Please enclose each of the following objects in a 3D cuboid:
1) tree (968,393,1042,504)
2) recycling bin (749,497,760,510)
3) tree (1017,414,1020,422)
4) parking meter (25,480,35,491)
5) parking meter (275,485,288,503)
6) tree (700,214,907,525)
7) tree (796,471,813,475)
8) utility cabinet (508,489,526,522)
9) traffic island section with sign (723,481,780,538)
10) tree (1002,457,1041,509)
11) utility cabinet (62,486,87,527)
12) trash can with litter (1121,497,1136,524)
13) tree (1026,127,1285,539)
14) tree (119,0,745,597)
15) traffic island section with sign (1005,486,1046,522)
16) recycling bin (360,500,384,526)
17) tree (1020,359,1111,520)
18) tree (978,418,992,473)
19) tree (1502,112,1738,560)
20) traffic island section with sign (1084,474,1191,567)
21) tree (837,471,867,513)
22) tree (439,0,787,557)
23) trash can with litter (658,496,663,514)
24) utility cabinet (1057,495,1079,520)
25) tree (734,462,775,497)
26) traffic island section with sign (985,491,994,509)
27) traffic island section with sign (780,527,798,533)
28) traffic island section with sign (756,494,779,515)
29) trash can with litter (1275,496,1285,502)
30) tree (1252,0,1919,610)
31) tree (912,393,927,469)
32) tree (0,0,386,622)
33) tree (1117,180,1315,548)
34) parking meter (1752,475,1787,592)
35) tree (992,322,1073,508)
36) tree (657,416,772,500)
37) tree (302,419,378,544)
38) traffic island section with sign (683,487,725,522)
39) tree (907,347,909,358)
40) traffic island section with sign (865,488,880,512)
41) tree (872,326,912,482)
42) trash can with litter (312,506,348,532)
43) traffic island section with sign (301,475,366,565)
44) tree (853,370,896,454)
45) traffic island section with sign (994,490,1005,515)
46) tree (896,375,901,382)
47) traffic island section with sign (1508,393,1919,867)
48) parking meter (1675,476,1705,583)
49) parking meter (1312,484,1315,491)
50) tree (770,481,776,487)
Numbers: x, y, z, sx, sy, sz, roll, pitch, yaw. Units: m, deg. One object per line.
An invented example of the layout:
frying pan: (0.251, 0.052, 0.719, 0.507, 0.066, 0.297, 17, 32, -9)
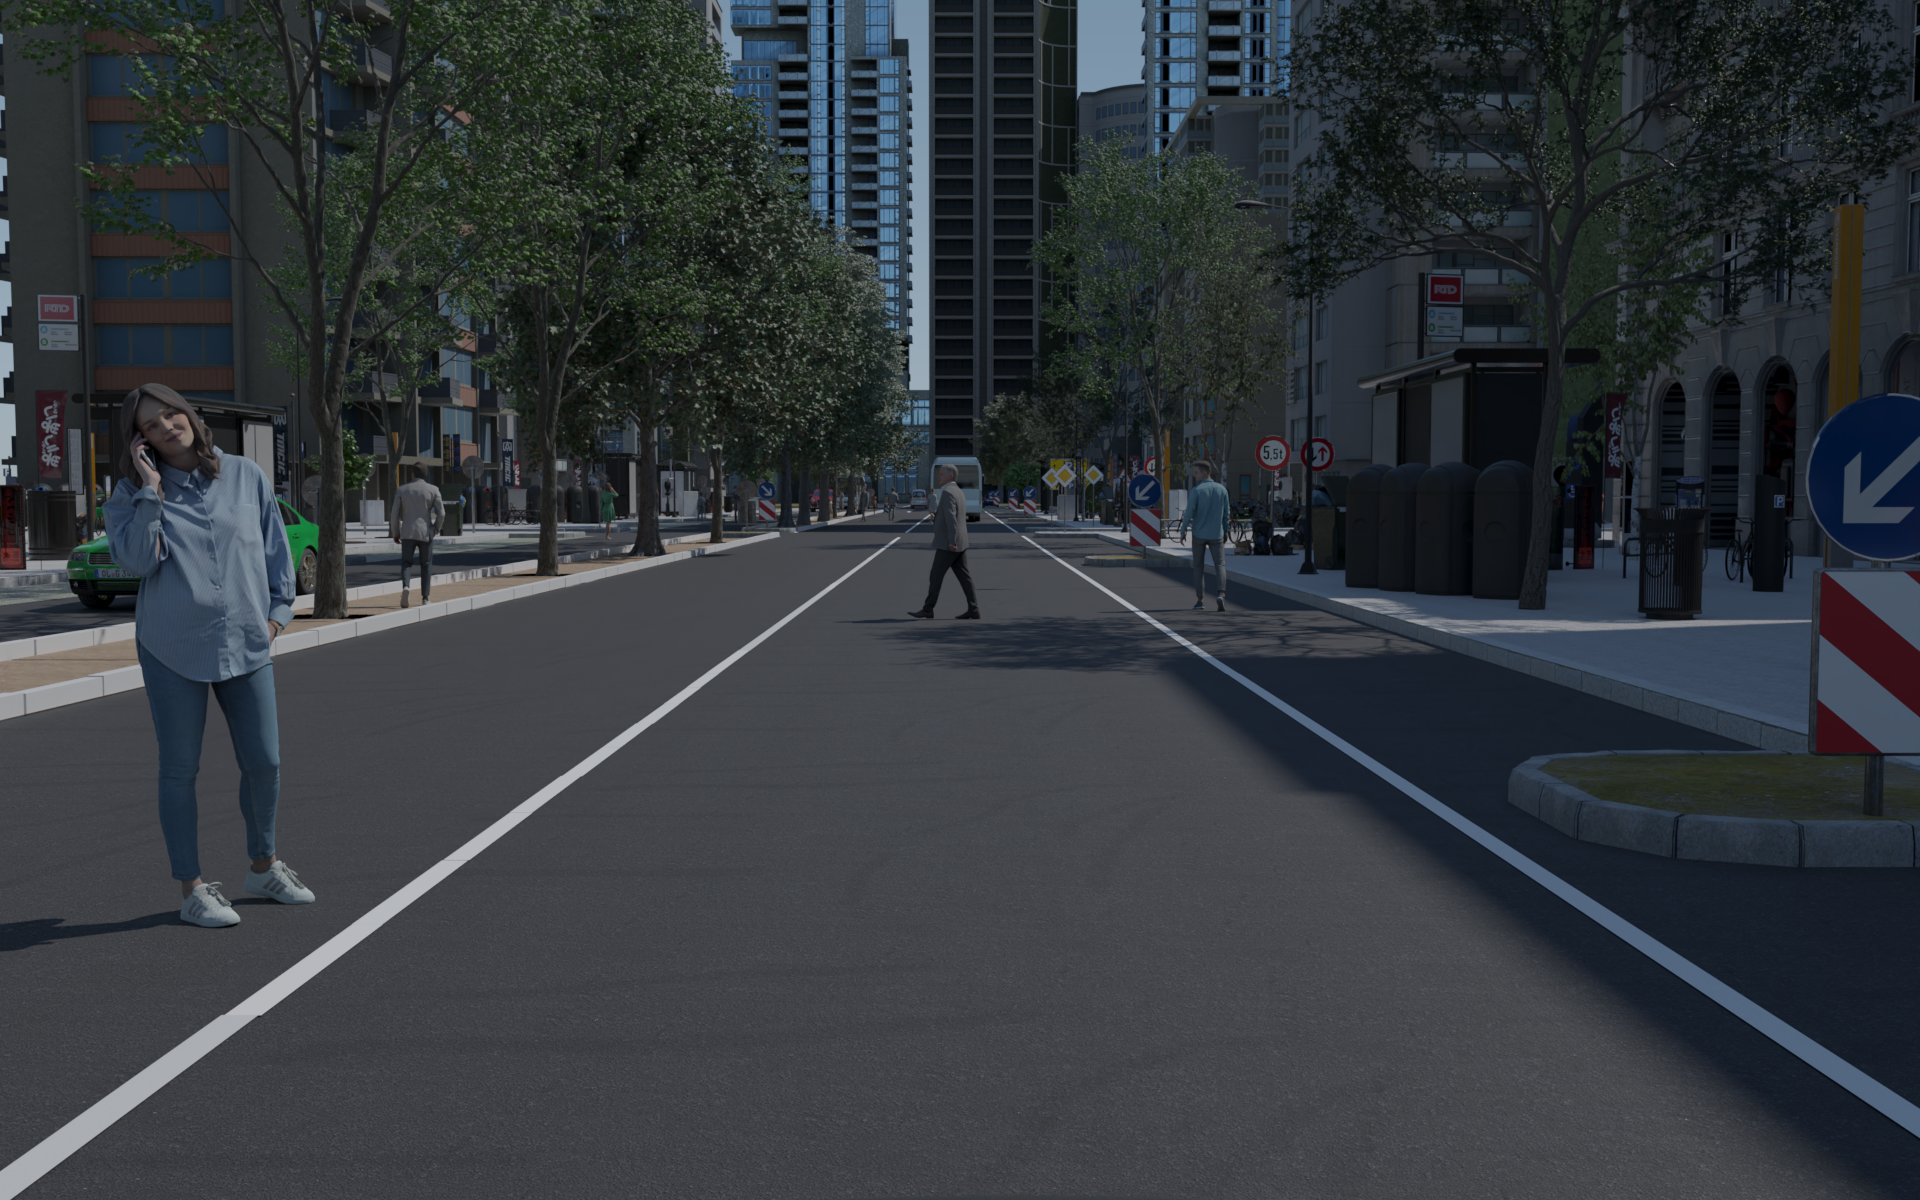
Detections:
tree: (6.105, -18.739, 213.044, 9.857, 13.997, 8.962, 0, 3, 0)
recycling bin: (-16.110, -7.527, 135.615, 0.722, 1.027, 0.722, -2, 4, -25)
tree: (5.773, -9.278, 102.052, 4.360, 8.622, 3.978, 0, 3, 0)
parking meter: (-39.520, -4.152, 73.600, 0.399, 1.863, 0.255, -2, 4, -30)
parking meter: (-19.581, -2.542, 49.968, 0.372, 1.533, 0.369, 0, 3, 0)
tree: (-7.201, -10.410, 79.322, 9.857, 13.997, 8.962, 0, 3, 0)
tree: (-16.213, -15.184, 182.664, 8.767, 10.594, 7.601, 1, 4, 9)
utility cabinet: (-20.447, -4.318, 79.276, 1.173, 1.500, 0.318, -1, 4, -11)
traffic island section with sign: (-7.193, -3.037, 57.786, 2.006, 1.907, 1.989, 0, 3, 0)
tree: (5.621, -10.275, 151.715, 4.285, 4.588, 4.351, 0, 3, 0)
utility cabinet: (-23.191, -2.245, 45.390, 0.318, 1.500, 1.173, -3, 5, -40)
trash can with litter: (7.062, -3.872, 74.693, 1.055, 1.170, 0.624, -3, 5, -43)
tree: (5.631, -7.570, 49.527, 9.928, 11.665, 9.643, 0, 3, 0)
tree: (-7.057, -6.203, 29.635, 9.928, 11.665, 9.643, 0, 3, 0)
traffic island section with sign: (3.486, -4.985, 90.140, 1.989, 1.847, 2.006, 0, 3, 0)
recycling bin: (-23.656, -3.494, 69.687, 0.722, 1.027, 0.722, -3, 5, -42)
tree: (5.905, -8.218, 84.724, 4.360, 8.622, 3.978, 0, 3, 0)
tree: (6.461, -12.051, 131.446, 8.767, 10.594, 7.601, 1, 4, 20)
tree: (12.995, -5.086, 33.521, 4.737, 8.622, 4.395, 0, 3, 0)
traffic island section with sign: (3.531, -1.605, 34.865, 1.989, 1.847, 2.006, 0, 3, 0)
tree: (-7.338, -10.398, 122.826, 4.360, 8.622, 3.978, 0, 3, 0)
tree: (-7.178, -7.352, 39.676, 9.611, 12.733, 9.660, 0, 3, 0)
trash can with litter: (-19.360, -6.034, 109.709, 2.233, 1.210, 1.678, -1, 4, -8)
utility cabinet: (5.340, -4.567, 85.835, 1.020, 1.237, 0.306, -1, 4, -15)
tree: (-16.723, -9.632, 141.199, 4.285, 4.588, 4.351, 0, 3, 0)
traffic island section with sign: (3.421, -9.742, 167.915, 1.989, 1.847, 2.006, 0, 3, 0)
traffic island section with sign: (-7.189, -3.490, 65.193, 2.006, 1.907, 1.989, 0, 3, 0)
traffic island section with sign: (-13.360, -6.665, 117.595, 1.989, 1.847, 2.006, 0, 3, 0)
trash can with litter: (17.356, -4.970, 92.639, 1.055, 1.170, 0.624, 3, 5, 40)
tree: (6.661, -5.161, 18.791, 7.601, 10.594, 8.767, 2, 4, 31)
tree: (-6.914, -11.623, 109.498, 9.611, 12.733, 9.660, 0, 3, 0)
tree: (-7.115, -5.577, 19.401, 9.928, 11.665, 9.643, 0, 3, 0)
tree: (6.362, -5.577, 41.548, 4.360, 8.622, 3.978, 0, 3, 0)
parking meter: (10.644, -0.878, 22.773, 0.372, 1.533, 0.369, 0, 3, 0)
tree: (6.174, -8.550, 74.209, 8.767, 10.594, 7.601, 0, 4, -4)
tree: (-16.035, -10.821, 111.333, 7.601, 10.594, 8.767, 1, 4, 9)
tree: (-15.820, -3.070, 44.793, 1.663, 3.219, 1.824, 0, 3, 0)
traffic island section with sign: (-13.353, -5.016, 90.639, 1.989, 1.847, 2.006, 0, 3, 0)
tree: (-7.063, -11.018, 89.260, 9.857, 13.997, 8.962, 0, 3, 0)
traffic island section with sign: (-7.261, -8.085, 140.332, 2.006, 1.907, 1.989, 0, 3, 0)
tree: (-6.992, -9.172, 69.425, 9.611, 12.733, 9.660, 0, 3, 0)
trash can with litter: (-21.085, -2.851, 58.001, 0.624, 1.170, 1.055, 2, 4, 27)
traffic island section with sign: (-13.294, -1.636, 35.382, 1.989, 1.847, 2.006, 0, 3, 0)
tree: (-6.924, -7.422, 49.560, 9.928, 11.665, 9.643, 0, 3, 0)
traffic island section with sign: (3.457, -6.634, 117.095, 1.989, 1.847, 2.006, 0, 3, 0)
tree: (-7.168, -10.487, 99.680, 9.928, 11.665, 9.643, 0, 3, 0)
traffic island section with sign: (3.548, 0.063, 7.594, 1.989, 1.847, 2.006, 0, 3, 0)
parking meter: (10.167, -0.962, 24.148, 0.372, 1.533, 0.369, 0, 3, 0)
parking meter: (8.723, -2.059, 42.084, 0.372, 1.533, 0.369, 0, 3, 0)
tree: (-16.996, -9.526, 150.349, 1.663, 3.219, 1.824, 0, 3, 0)
